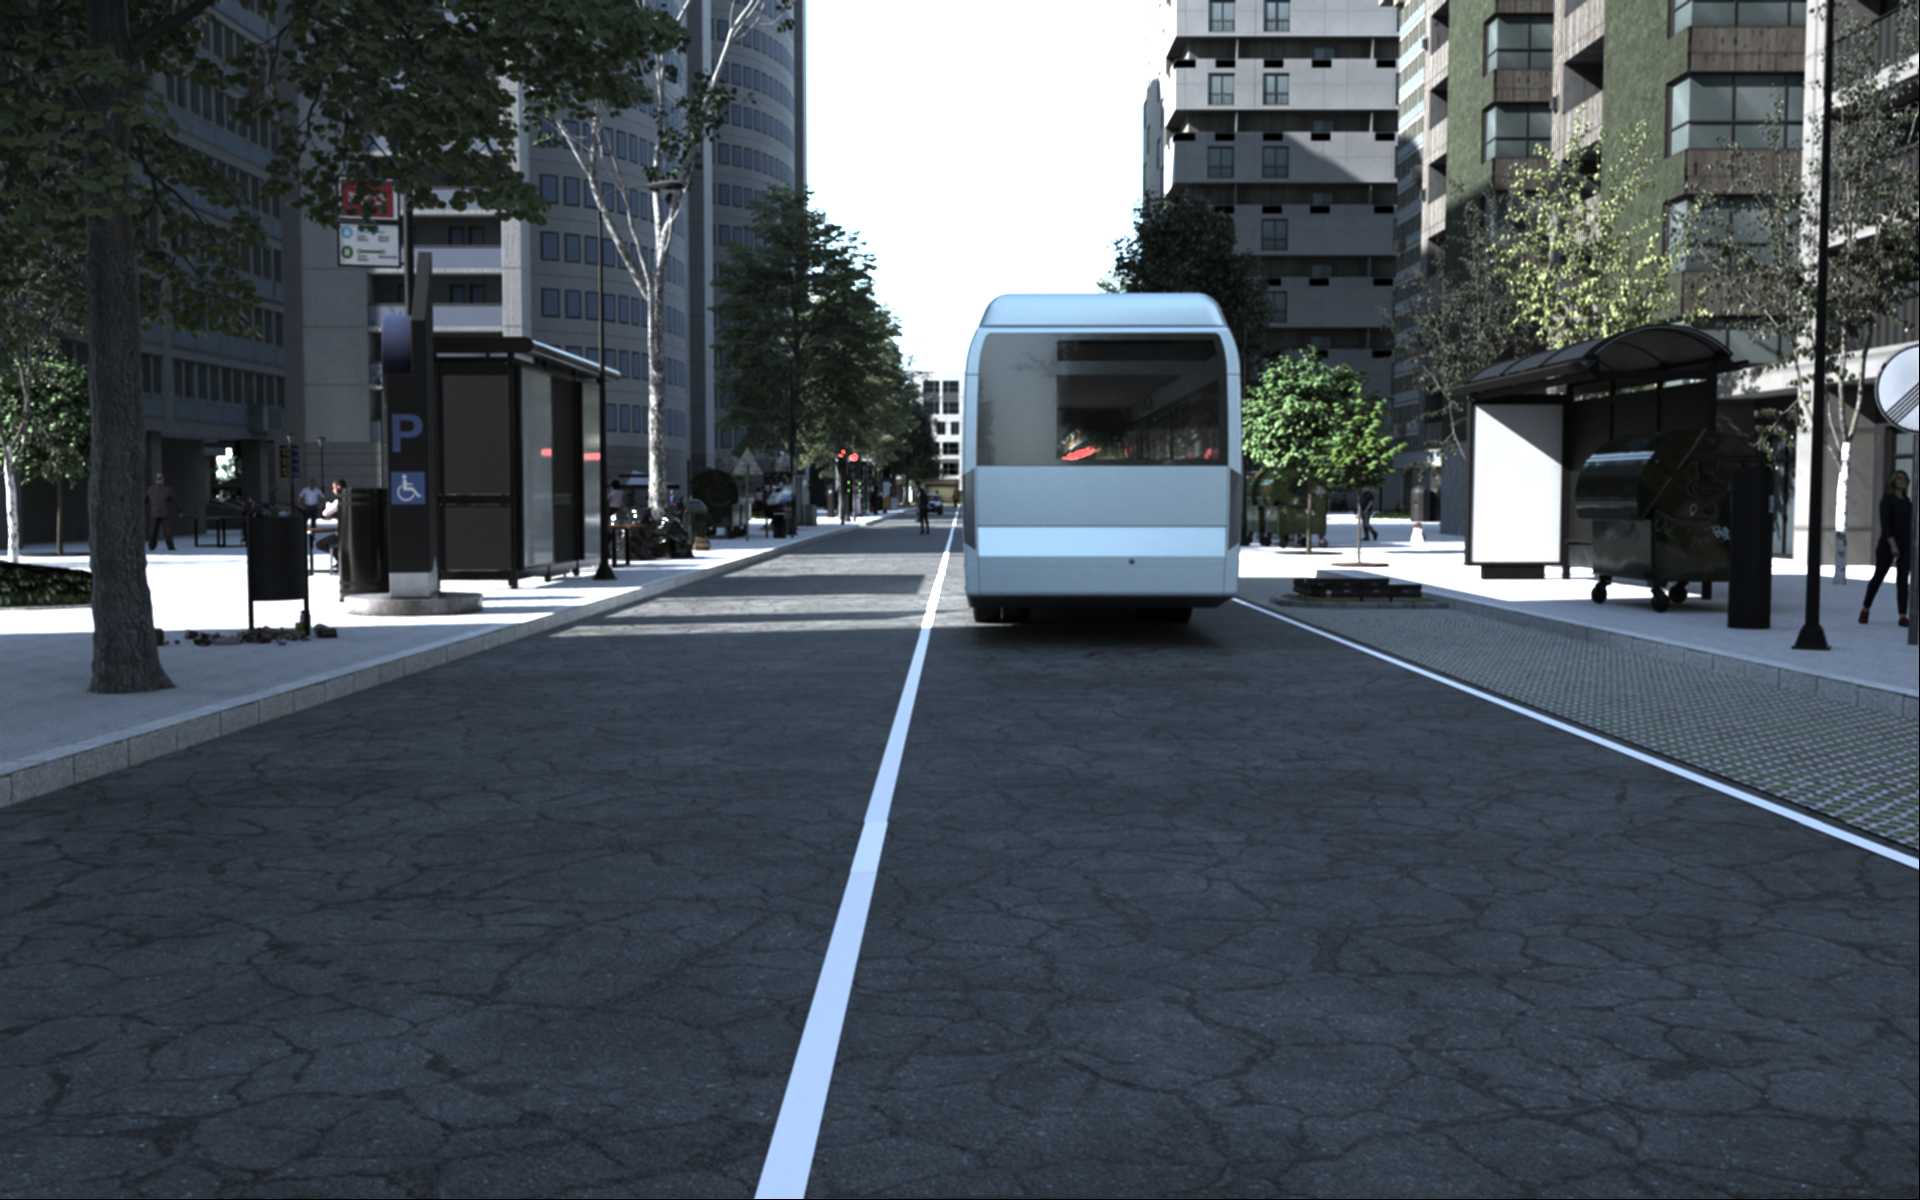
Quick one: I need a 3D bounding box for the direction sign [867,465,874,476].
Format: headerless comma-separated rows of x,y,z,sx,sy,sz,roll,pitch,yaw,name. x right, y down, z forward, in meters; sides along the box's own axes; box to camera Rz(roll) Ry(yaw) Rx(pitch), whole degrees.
-6.925,-8.715,134.492,0.876,3.537,0.379,0,4,0,direction sign

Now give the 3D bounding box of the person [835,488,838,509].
-10.725,-8.877,151.306,0.598,1.807,0.434,1,4,15,person

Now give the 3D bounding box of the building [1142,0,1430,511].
29.541,-33.738,140.853,28.713,52.752,27.495,0,3,0,building

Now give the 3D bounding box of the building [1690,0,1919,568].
25.471,-35.826,24.008,20.563,71.187,20.611,0,3,0,building

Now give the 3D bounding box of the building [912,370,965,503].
8.855,-23.815,255.824,31.486,18.905,16.747,0,3,0,building

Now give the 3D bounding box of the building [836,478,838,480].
-21.847,-20.646,193.989,16.016,20.091,11.380,0,3,0,building

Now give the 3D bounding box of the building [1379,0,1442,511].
40.552,-25.267,104.996,23.993,40.220,32.217,0,3,0,building

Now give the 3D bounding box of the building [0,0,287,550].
-33.089,-21.778,47.944,23.993,40.220,32.217,0,3,0,building

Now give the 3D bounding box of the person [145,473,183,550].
-18.299,-2.020,39.625,0.990,1.755,0.434,-1,4,-9,person

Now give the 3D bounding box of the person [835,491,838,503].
-10.184,-8.185,142.231,0.546,1.535,0.453,2,4,30,person

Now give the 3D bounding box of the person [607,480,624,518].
-9.029,-2.311,45.294,0.517,1.644,0.566,0,4,6,person

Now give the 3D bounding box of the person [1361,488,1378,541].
11.230,-2.403,47.540,0.471,1.553,0.569,1,4,18,person

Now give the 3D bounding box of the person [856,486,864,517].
-5.750,-5.558,97.577,0.621,1.740,0.551,1,4,13,person

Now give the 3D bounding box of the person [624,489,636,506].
-13.004,-3.696,67.936,0.593,1.643,0.415,0,4,-3,person

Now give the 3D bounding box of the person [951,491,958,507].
-0.545,-10.940,187.457,0.705,1.812,1.348,2,4,26,person

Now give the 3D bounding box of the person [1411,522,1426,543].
11.951,-1.752,45.158,0.381,0.543,0.357,1,4,14,person

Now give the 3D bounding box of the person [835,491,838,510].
-9.914,-8.115,140.429,0.444,1.614,0.593,-1,4,-13,person

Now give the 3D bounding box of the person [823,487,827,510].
-10.929,-8.280,141.283,0.709,1.838,0.599,3,4,39,person

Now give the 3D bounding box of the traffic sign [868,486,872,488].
-7.061,-8.363,136.833,0.768,2.556,0.104,0,4,6,traffic sign

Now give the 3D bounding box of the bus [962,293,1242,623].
1.416,-1.689,22.482,2.948,3.499,13.247,0,4,1,bus

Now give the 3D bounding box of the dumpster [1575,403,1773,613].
7.995,-1.038,19.466,1.502,2.255,1.985,0,4,0,dumpster

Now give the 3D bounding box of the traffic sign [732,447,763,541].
-5.832,-2.901,47.437,0.884,2.594,0.081,0,4,8,traffic sign

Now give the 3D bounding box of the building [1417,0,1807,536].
22.408,-17.429,56.662,14.160,30.474,14.107,0,3,0,building

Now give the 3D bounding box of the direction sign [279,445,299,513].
-31.175,-5.415,80.535,0.876,3.537,0.379,-3,4,-39,direction sign

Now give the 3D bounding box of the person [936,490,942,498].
-1.959,-9.107,157.932,0.750,1.759,0.617,-2,4,-30,person

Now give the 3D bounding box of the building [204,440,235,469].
-49.184,-27.058,92.509,14.200,45.320,14.600,0,3,0,building

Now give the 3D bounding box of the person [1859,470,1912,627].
9.073,-0.510,16.932,0.480,1.512,0.613,-2,4,-34,person

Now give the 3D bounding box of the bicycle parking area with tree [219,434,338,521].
-32.257,-6.010,85.266,9.016,4.147,8.231,1,4,8,bicycle parking area with tree

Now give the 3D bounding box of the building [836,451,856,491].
-27.367,-16.961,219.467,28.070,9.664,9.099,0,3,0,building

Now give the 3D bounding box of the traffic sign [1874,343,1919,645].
8.125,-0.892,14.686,0.768,2.556,0.104,1,4,10,traffic sign

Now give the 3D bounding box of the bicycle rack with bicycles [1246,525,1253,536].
7.920,-2.484,53.996,2.852,0.926,2.925,0,4,5,bicycle rack with bicycles

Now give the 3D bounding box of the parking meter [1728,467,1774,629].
7.570,-0.499,16.575,0.372,1.533,0.369,0,3,0,parking meter

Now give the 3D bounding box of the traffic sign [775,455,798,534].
-5.609,-3.412,55.889,0.768,2.556,0.104,0,4,8,traffic sign

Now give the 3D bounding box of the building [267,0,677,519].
-27.282,-34.310,102.965,21.231,58.520,28.212,0,3,0,building

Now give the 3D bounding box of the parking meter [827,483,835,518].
-7.022,-5.407,94.112,0.399,1.863,0.255,1,4,14,parking meter

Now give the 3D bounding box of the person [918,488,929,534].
-1.317,-3.188,62.087,0.415,1.643,0.593,1,4,16,person

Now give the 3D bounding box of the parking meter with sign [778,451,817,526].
-6.528,-4.511,70.012,1.738,3.016,0.543,3,4,37,parking meter with sign

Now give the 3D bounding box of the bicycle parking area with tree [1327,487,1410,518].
20.797,-6.677,96.177,8.231,4.147,9.016,2,4,35,bicycle parking area with tree

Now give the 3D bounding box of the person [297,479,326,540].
-17.949,-2.505,47.946,0.756,1.711,0.436,-1,4,-19,person

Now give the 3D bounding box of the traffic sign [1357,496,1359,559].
7.912,-2.098,34.299,0.884,2.594,0.081,0,4,1,traffic sign

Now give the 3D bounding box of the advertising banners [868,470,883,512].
-6.258,-7.820,124.043,2.074,3.025,0.090,-1,4,-21,advertising banners

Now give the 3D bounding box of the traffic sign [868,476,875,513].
-6.205,-7.294,119.367,0.768,2.556,0.104,0,4,8,traffic sign

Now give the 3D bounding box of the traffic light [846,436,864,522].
-4.872,-5.585,80.237,0.839,4.253,0.868,0,3,0,traffic light

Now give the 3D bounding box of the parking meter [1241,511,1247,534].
7.968,-2.499,49.274,0.372,1.533,0.369,0,3,0,parking meter

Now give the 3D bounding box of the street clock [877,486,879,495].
-7.173,-8.779,148.099,0.471,2.002,0.358,1,4,9,street clock

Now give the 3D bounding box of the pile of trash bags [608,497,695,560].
-6.911,-1.478,33.916,1.912,1.369,3.447,2,4,32,pile of trash bags

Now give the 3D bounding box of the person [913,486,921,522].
-2.188,-4.976,89.724,0.599,1.838,0.709,1,4,19,person

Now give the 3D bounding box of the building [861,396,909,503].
-23.482,-23.745,254.691,31.486,18.905,16.747,0,3,0,building

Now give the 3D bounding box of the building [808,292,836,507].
-27.473,-20.061,171.977,27.936,21.610,32.646,0,3,0,building

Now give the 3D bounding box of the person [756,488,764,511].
-11.554,-5.651,99.904,0.517,1.644,0.566,3,5,45,person

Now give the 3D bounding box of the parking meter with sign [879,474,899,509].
-6.192,-9.526,152.004,1.738,3.016,0.543,1,4,12,parking meter with sign

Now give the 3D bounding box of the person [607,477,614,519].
-11.369,-3.020,55.295,0.709,1.838,0.599,3,4,37,person

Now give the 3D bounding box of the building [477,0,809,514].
-23.966,-36.520,139.106,21.231,58.520,28.212,0,3,0,building

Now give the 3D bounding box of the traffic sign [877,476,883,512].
-5.425,-7.449,121.801,0.884,2.594,0.081,0,4,2,traffic sign

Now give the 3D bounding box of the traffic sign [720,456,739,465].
-7.596,-3.514,57.558,0.768,2.556,0.104,0,4,0,traffic sign

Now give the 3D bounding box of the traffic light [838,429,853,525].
-4.881,-5.097,72.252,0.839,4.253,0.868,0,3,0,traffic light

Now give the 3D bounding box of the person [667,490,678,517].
-15.181,-5.039,91.127,0.600,1.496,0.574,-1,4,-15,person

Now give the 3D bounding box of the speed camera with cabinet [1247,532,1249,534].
8.742,-3.817,56.746,0.660,3.252,2.038,-1,4,-22,speed camera with cabinet

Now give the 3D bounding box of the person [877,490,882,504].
-6.322,-8.144,140.130,0.756,1.711,0.436,0,4,-7,person
